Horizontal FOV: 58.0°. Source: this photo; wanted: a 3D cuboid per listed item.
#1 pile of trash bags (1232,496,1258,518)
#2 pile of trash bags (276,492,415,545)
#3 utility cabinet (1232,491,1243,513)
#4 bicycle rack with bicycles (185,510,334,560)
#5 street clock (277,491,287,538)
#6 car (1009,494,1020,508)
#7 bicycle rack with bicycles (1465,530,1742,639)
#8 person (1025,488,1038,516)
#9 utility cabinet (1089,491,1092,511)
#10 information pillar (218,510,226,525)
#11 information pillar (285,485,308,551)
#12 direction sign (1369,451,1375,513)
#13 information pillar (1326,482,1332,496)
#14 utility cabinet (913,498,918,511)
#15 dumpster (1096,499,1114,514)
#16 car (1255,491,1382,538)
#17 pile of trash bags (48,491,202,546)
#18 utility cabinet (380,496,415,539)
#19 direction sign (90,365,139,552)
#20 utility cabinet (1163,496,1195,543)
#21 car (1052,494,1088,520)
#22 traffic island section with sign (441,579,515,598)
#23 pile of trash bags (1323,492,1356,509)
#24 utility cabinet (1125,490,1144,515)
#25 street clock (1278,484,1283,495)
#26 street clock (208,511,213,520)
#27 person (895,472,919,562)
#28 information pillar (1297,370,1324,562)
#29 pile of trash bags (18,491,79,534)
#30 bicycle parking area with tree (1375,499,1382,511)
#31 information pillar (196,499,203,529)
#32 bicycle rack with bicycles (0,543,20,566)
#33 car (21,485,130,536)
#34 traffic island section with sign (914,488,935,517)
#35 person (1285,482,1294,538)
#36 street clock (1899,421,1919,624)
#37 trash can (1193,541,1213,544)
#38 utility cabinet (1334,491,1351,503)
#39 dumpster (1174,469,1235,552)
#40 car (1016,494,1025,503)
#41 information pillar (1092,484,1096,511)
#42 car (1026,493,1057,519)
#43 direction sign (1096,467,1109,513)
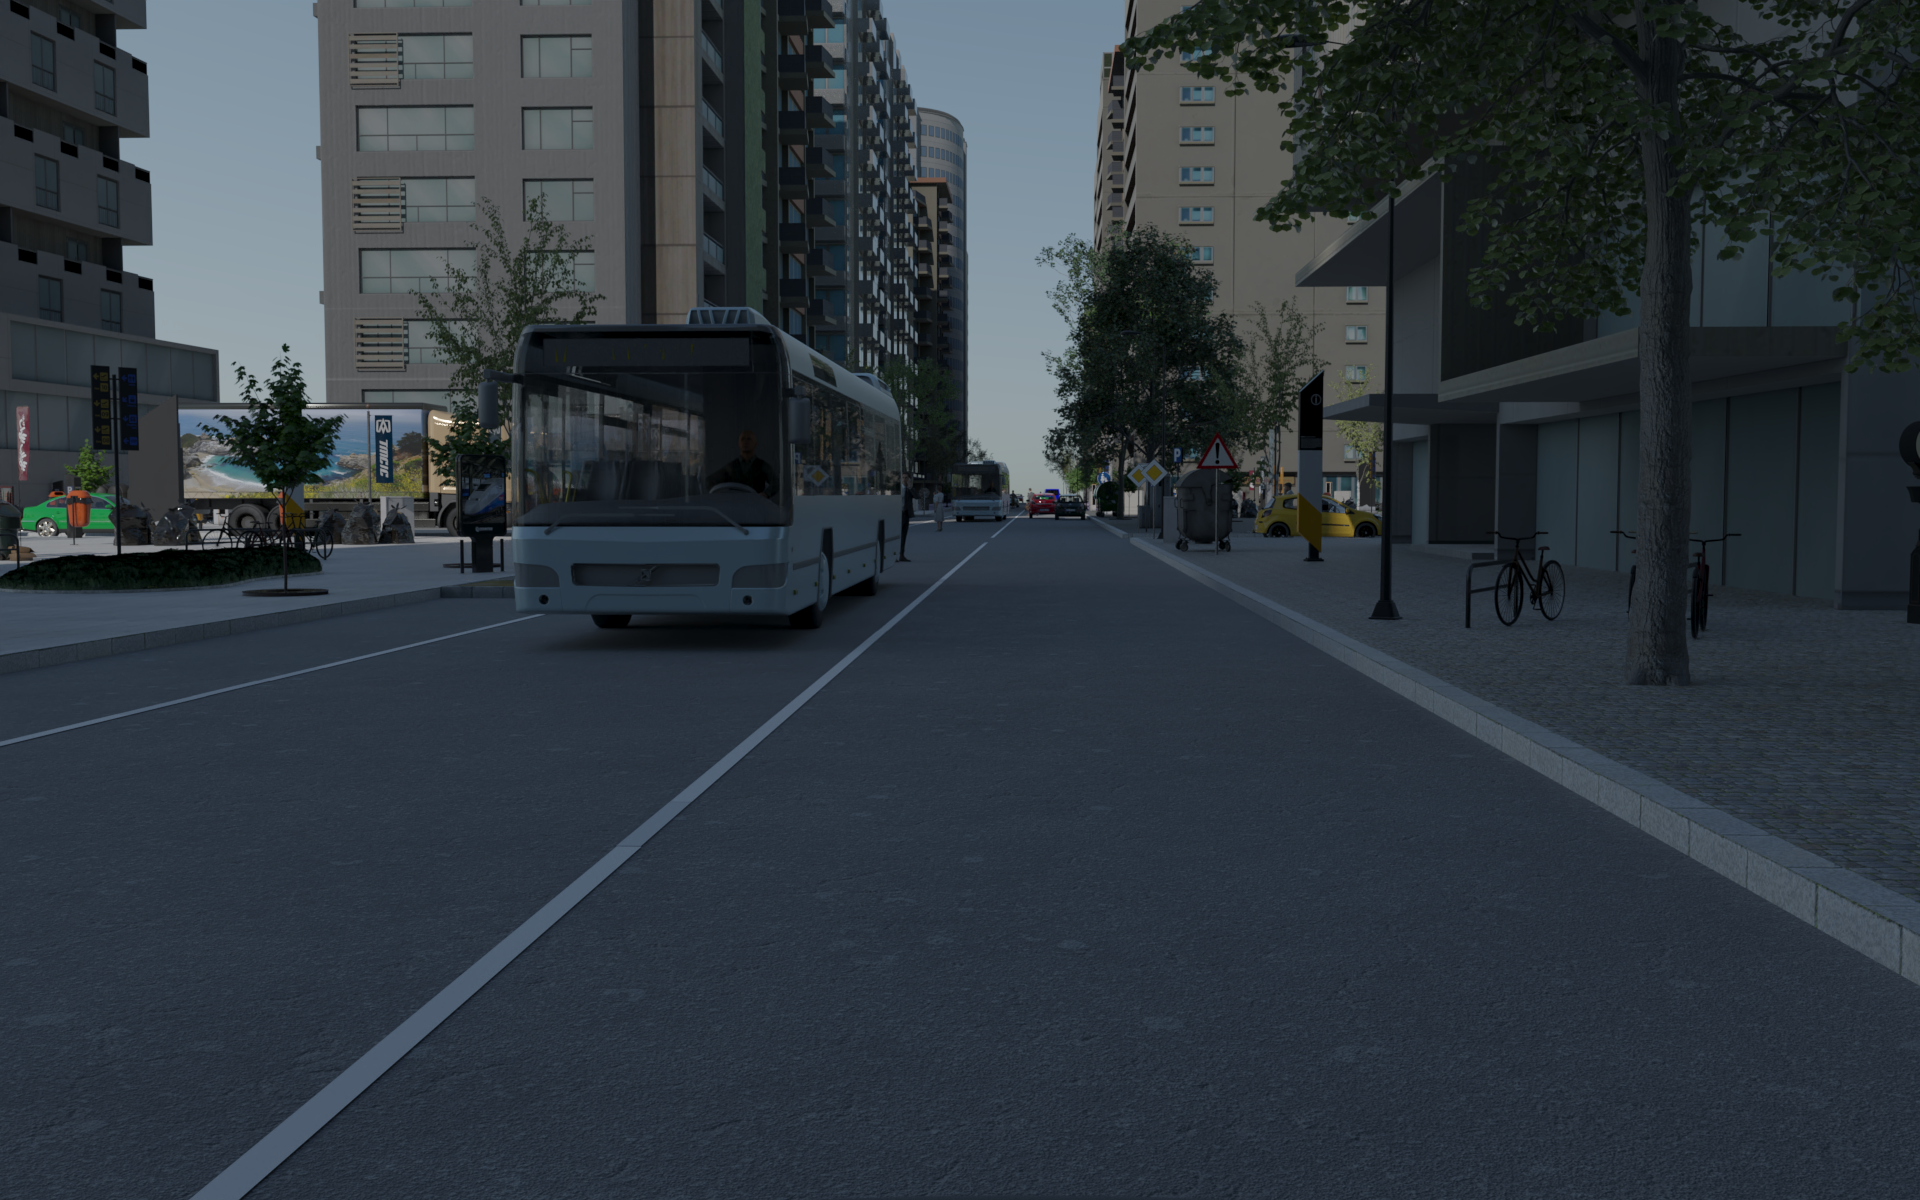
[{"bbox_3d":[14.384,-5.117,93.418,3.447,1.369,1.912,1,4,10],"label":"pile of trash bags"},{"bbox_3d":[-15.714,-2.092,43.951,1.912,1.369,3.447,2,4,35],"label":"pile of trash bags"},{"bbox_3d":[18.295,-6.525,115.355,1.173,1.500,0.318,-2,4,-35],"label":"utility cabinet"},{"bbox_3d":[-13.323,-1.220,33.334,2.852,0.926,2.925,2,4,32],"label":"bicycle rack with bicycles"},{"bbox_3d":[-19.730,-2.811,50.537,0.358,2.002,0.471,1,4,10],"label":"street clock"},{"bbox_3d":[5.397,-10.615,185.359,2.131,1.459,4.920,0,4,4],"label":"car"},{"bbox_3d":[6.269,-0.214,16.879,2.852,0.926,2.925,2,4,33],"label":"bicycle rack with bicycles"},{"bbox_3d":[4.680,-6.418,113.399,0.822,1.834,0.622,3,4,38],"label":"person"},{"bbox_3d":[9.929,-7.460,130.655,0.318,1.500,1.173,0,4,-1],"label":"utility cabinet"},{"bbox_3d":[-30.184,-4.057,70.816,0.304,2.012,0.304,-2,4,-25],"label":"information pillar"},{"bbox_3d":[-14.776,-2.878,38.416,0.183,3.616,0.504,2,4,31],"label":"information pillar"},{"bbox_3d":[21.759,-6.085,91.487,0.379,3.537,0.876,0,4,-6],"label":"direction sign"},{"bbox_3d":[22.725,-6.251,106.695,0.304,2.012,0.304,2,4,31],"label":"information pillar"},{"bbox_3d":[-3.510,-7.241,129.546,0.306,1.237,1.020,-2,4,-33],"label":"utility cabinet"},{"bbox_3d":[8.738,-5.988,103.661,1.264,1.857,1.865,0,4,3],"label":"dumpster"},{"bbox_3d":[10.954,-2.582,52.439,3.980,1.641,2.015,0,4,3],"label":"car"},{"bbox_3d":[-20.875,-2.073,43.641,3.447,1.369,1.912,0,4,6],"label":"pile of trash bags"},{"bbox_3d":[-16.062,-2.344,49.486,0.306,1.237,1.020,2,4,28],"label":"utility cabinet"},{"bbox_3d":[-15.012,-2.375,30.832,0.379,3.537,0.876,2,4,30],"label":"direction sign"},{"bbox_3d":[5.891,-2.111,45.672,1.020,1.237,0.306,1,4,14],"label":"utility cabinet"},{"bbox_3d":[6.129,-5.302,96.474,2.009,1.686,4.222,0,4,3],"label":"car"},{"bbox_3d":[-6.135,-0.987,24.767,1.989,1.847,2.006,0,4,3],"label":"traffic island section with sign"},{"bbox_3d":[19.581,-4.954,90.743,1.912,1.369,3.447,0,4,-4],"label":"pile of trash bags"},{"bbox_3d":[10.778,-6.016,107.037,1.173,1.500,0.318,2,4,32],"label":"utility cabinet"},{"bbox_3d":[22.462,-7.147,121.431,0.358,2.002,0.471,0,4,3],"label":"street clock"},{"bbox_3d":[-37.337,-4.988,86.126,0.358,2.002,0.471,2,4,32],"label":"street clock"},{"bbox_3d":[-1.191,-1.758,36.608,0.648,1.900,0.474,-2,4,-32],"label":"person"},{"bbox_3d":[6.655,-2.538,32.859,0.504,3.616,0.183,-1,4,-12],"label":"information pillar"},{"bbox_3d":[-33.019,-3.102,60.473,3.447,1.369,1.912,-3,5,-44],"label":"pile of trash bags"},{"bbox_3d":[33.506,-8.522,126.328,9.016,4.147,8.231,3,5,40],"label":"bicycle parking area with tree"},{"bbox_3d":[-26.675,-4.240,60.681,0.183,3.616,0.504,-1,4,-9],"label":"information pillar"},{"bbox_3d":[-17.407,-0.958,29.039,2.852,0.926,2.925,2,4,31],"label":"bicycle rack with bicycles"},{"bbox_3d":[-27.411,-2.849,55.373,4.718,1.807,1.959,0,4,2],"label":"car"},{"bbox_3d":[-2.167,-6.027,107.162,1.989,1.847,2.006,0,4,3],"label":"traffic island section with sign"},{"bbox_3d":[10.306,-2.809,54.602,0.466,1.800,0.511,1,4,11],"label":"person"},{"bbox_3d":[9.532,-0.767,17.103,0.471,2.002,0.358,-1,4,-11],"label":"street clock"},{"bbox_3d":[6.301,-2.023,44.723,0.748,1.137,0.748,0,3,0],"label":"trash can"},{"bbox_3d":[27.430,-7.066,124.208,1.173,1.500,0.318,3,4,39],"label":"utility cabinet"},{"bbox_3d":[5.530,-2.042,39.148,1.264,1.857,1.865,0,4,3],"label":"dumpster"},{"bbox_3d":[9.732,-17.163,289.646,2.155,1.783,4.494,0,4,3],"label":"car"},{"bbox_3d":[9.986,-7.628,129.202,0.304,2.012,0.304,0,4,1],"label":"information pillar"},{"bbox_3d":[4.985,-5.738,102.851,2.155,1.783,4.494,0,4,2],"label":"car"},{"bbox_3d":[8.956,-7.140,108.741,0.876,3.537,0.379,-2,4,-25],"label":"direction sign"}]
